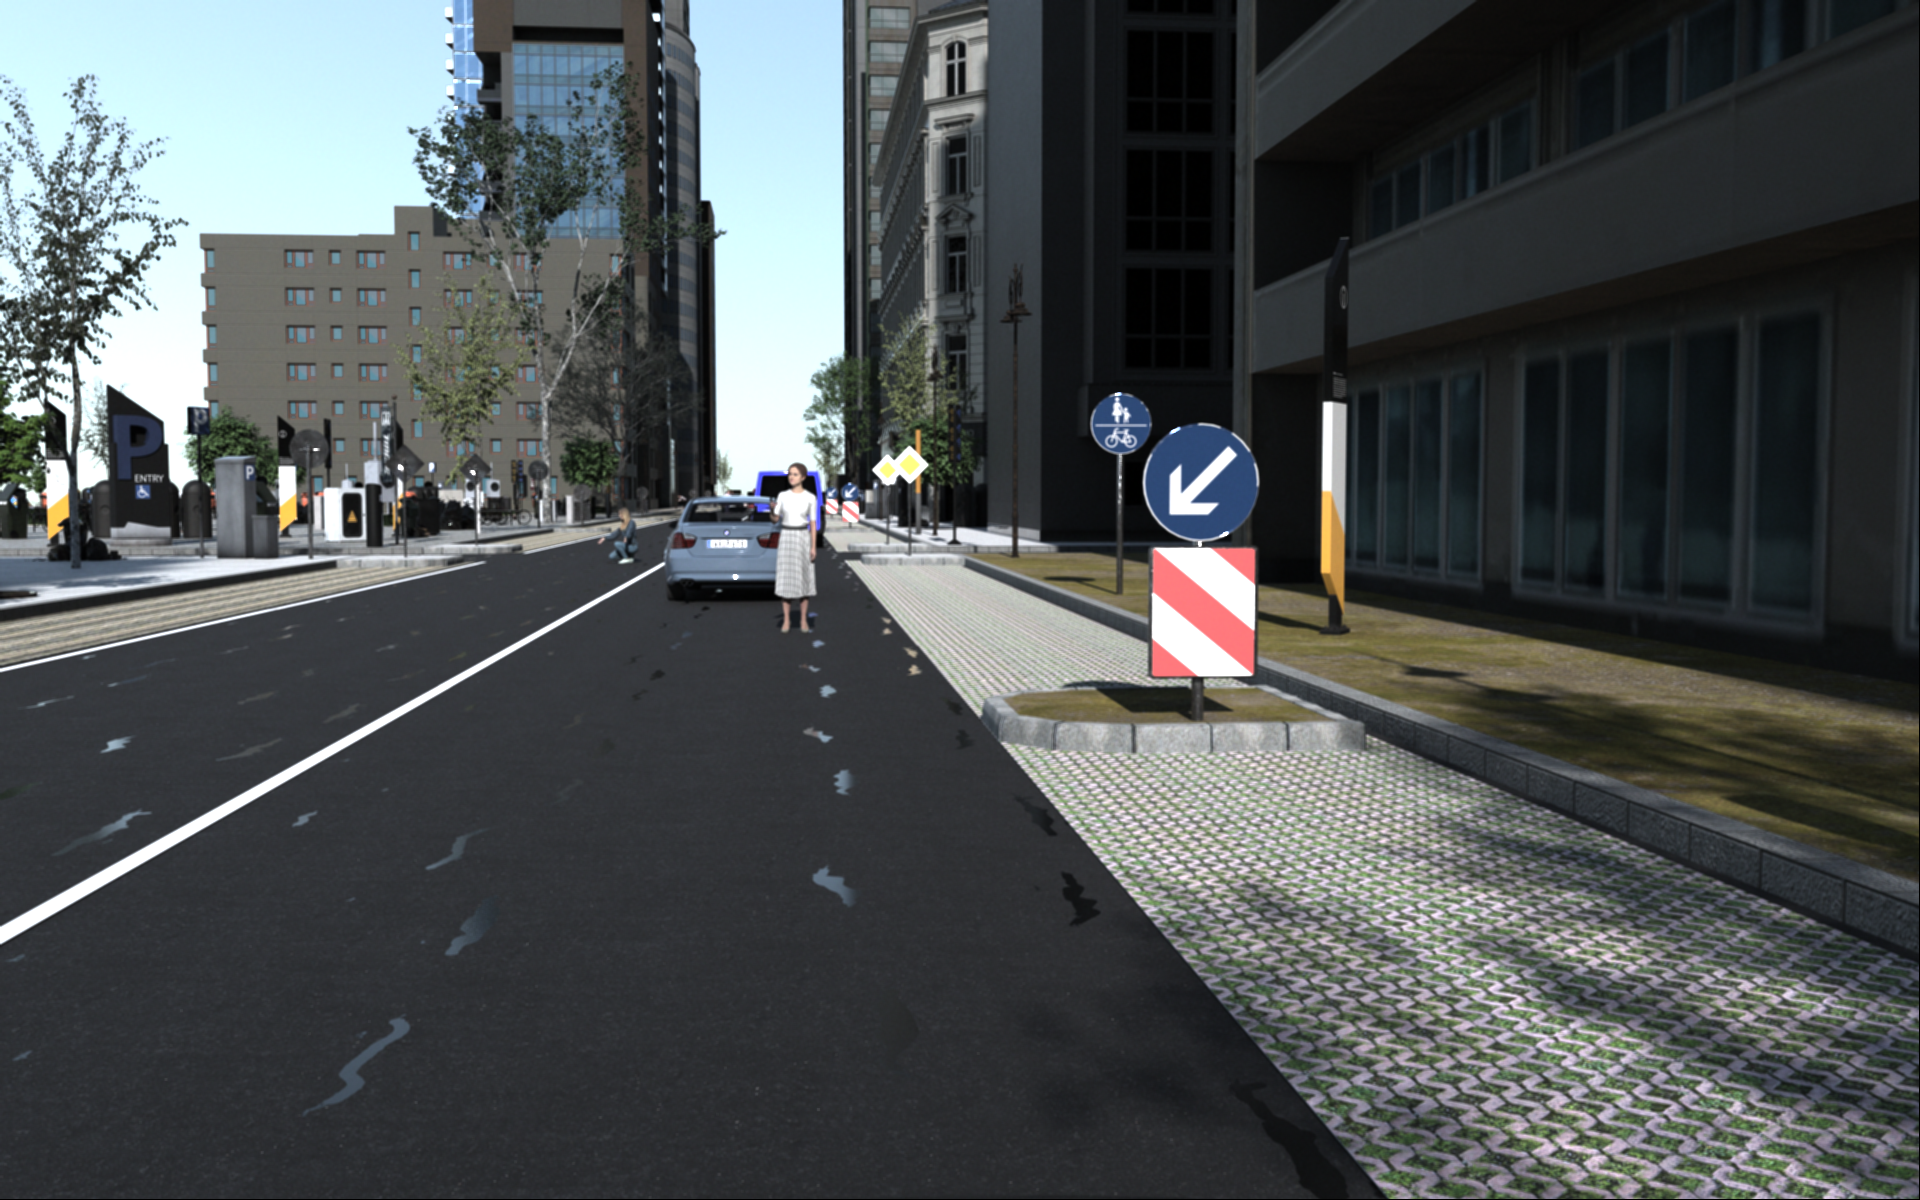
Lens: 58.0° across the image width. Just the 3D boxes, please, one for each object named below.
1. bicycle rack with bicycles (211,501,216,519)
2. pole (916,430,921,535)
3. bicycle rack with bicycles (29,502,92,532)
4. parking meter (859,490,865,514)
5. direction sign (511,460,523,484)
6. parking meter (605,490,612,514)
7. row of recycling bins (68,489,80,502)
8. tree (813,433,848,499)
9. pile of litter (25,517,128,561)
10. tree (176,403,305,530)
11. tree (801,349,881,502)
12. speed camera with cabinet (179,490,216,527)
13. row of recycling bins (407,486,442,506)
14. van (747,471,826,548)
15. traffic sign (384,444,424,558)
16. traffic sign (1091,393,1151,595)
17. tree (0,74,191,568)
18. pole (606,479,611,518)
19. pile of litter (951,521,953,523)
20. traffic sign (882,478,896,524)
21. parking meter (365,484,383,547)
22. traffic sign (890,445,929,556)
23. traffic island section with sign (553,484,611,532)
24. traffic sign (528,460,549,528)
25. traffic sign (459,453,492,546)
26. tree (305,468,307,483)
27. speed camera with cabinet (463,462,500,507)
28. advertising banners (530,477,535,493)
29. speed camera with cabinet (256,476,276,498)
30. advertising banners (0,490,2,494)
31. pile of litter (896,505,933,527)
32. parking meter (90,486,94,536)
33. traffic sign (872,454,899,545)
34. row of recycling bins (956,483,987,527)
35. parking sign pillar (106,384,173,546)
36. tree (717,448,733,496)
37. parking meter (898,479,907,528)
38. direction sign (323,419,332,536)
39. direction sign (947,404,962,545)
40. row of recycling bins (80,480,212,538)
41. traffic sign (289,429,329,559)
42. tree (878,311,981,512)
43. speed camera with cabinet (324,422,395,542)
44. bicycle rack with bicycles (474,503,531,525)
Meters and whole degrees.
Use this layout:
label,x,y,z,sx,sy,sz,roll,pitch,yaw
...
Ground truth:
label,x,y,z,sx,sy,sz,roll,pitch,yaw
bicycle rack with bicycles,-38.614,-4.612,88.783,2.852,0.926,2.925,2,4,32
pole,-1.316,-3.735,54.907,0.158,3.312,0.155,0,3,0
bicycle rack with bicycles,-30.472,-2.830,59.647,2.852,0.926,2.925,-1,4,-11
parking meter,-6.318,-6.303,111.457,0.372,1.533,0.369,0,3,0
direction sign,-29.610,-7.576,115.857,0.876,3.537,0.379,1,4,20
parking meter,-22.209,-6.178,109.415,0.372,1.533,0.369,0,3,0
row of recycling bins,-56.339,-6.469,112.873,3.534,1.692,1.069,-3,5,-42
tree,-15.371,-15.511,203.973,4.737,8.622,4.395,0,3,0
pile of litter,-17.147,-1.201,33.596,1.719,0.858,1.176,0,4,-2
tree,-26.447,-4.809,62.343,4.285,4.588,4.351,0,3,0
tree,-7.498,-12.086,123.361,9.928,11.665,9.643,0,3,0
speed camera with cabinet,-29.834,-4.533,68.445,2.038,3.252,0.660,-1,4,-22
row of recycling bins,-28.448,-5.212,92.327,1.069,1.692,3.534,0,4,4
van,-4.780,-2.667,47.989,2.240,2.365,5.245,0,4,-6
traffic sign,-11.191,-1.912,34.910,0.795,2.450,0.064,0,4,-6
traffic sign,2.038,-1.341,22.031,0.768,2.556,0.104,0,4,-1
tree,-15.539,-4.850,29.663,4.360,8.622,3.978,0,3,0
pole,-18.741,-6.020,92.278,0.158,3.312,0.155,0,3,0
pile of litter,0.194,-3.629,73.292,1.176,0.858,1.719,1,4,11
traffic sign,-3.003,-4.358,73.387,0.606,2.300,0.079,0,4,-1
parking meter,-14.169,-2.047,41.884,0.372,1.533,0.369,0,3,0
traffic sign,-1.044,-1.972,35.892,0.795,2.450,0.064,0,4,-6
traffic island section with sign,-14.248,-3.475,65.450,1.989,1.847,2.006,0,4,-6
traffic sign,-15.911,-3.992,65.379,0.768,2.556,0.104,0,4,1
traffic sign,-11.978,-2.398,42.857,0.795,2.450,0.064,0,4,-6
tree,-39.784,-7.219,101.752,4.285,4.588,4.351,0,3,0
speed camera with cabinet,-29.556,-6.904,107.212,2.038,3.252,0.660,-3,4,-38
advertising banners,-28.169,-7.333,116.076,0.090,3.025,2.074,2,4,27
speed camera with cabinet,-32.909,-5.308,81.129,0.660,3.252,2.038,1,4,13
advertising banners,-41.933,-4.860,75.648,0.090,3.025,2.074,-2,4,-25
pile of litter,-1.720,-3.280,67.588,1.719,0.858,1.176,-1,4,-16
parking meter,-26.577,-2.750,53.379,0.372,1.533,0.369,0,3,0
traffic sign,-1.832,-2.458,43.838,0.795,2.450,0.064,0,4,-6
row of recycling bins,1.228,-3.708,67.734,3.534,1.692,1.069,-3,5,-42
parking sign pillar,-20.370,-3.333,42.974,1.447,3.967,1.447,-3,5,-44
tree,-37.655,-19.803,274.140,4.737,8.622,4.395,0,3,0
parking meter,-2.198,-3.718,66.493,0.255,1.863,0.399,-2,4,-25
direction sign,-19.106,-3.694,52.397,0.379,3.537,0.876,-1,4,-9
direction sign,-0.137,-3.167,43.776,0.379,3.537,0.876,1,4,20
row of recycling bins,-23.585,-2.656,50.546,3.534,1.692,1.069,0,4,4
traffic sign,-12.810,-2.079,34.105,0.768,2.556,0.104,0,4,-3
tree,-1.524,-7.289,69.531,4.737,8.622,4.395,0,3,0
speed camera with cabinet,-16.193,-3.210,46.821,0.660,3.252,2.038,2,4,30
bicycle rack with bicycles,-19.445,-3.569,71.739,2.925,0.926,2.852,0,4,-3
